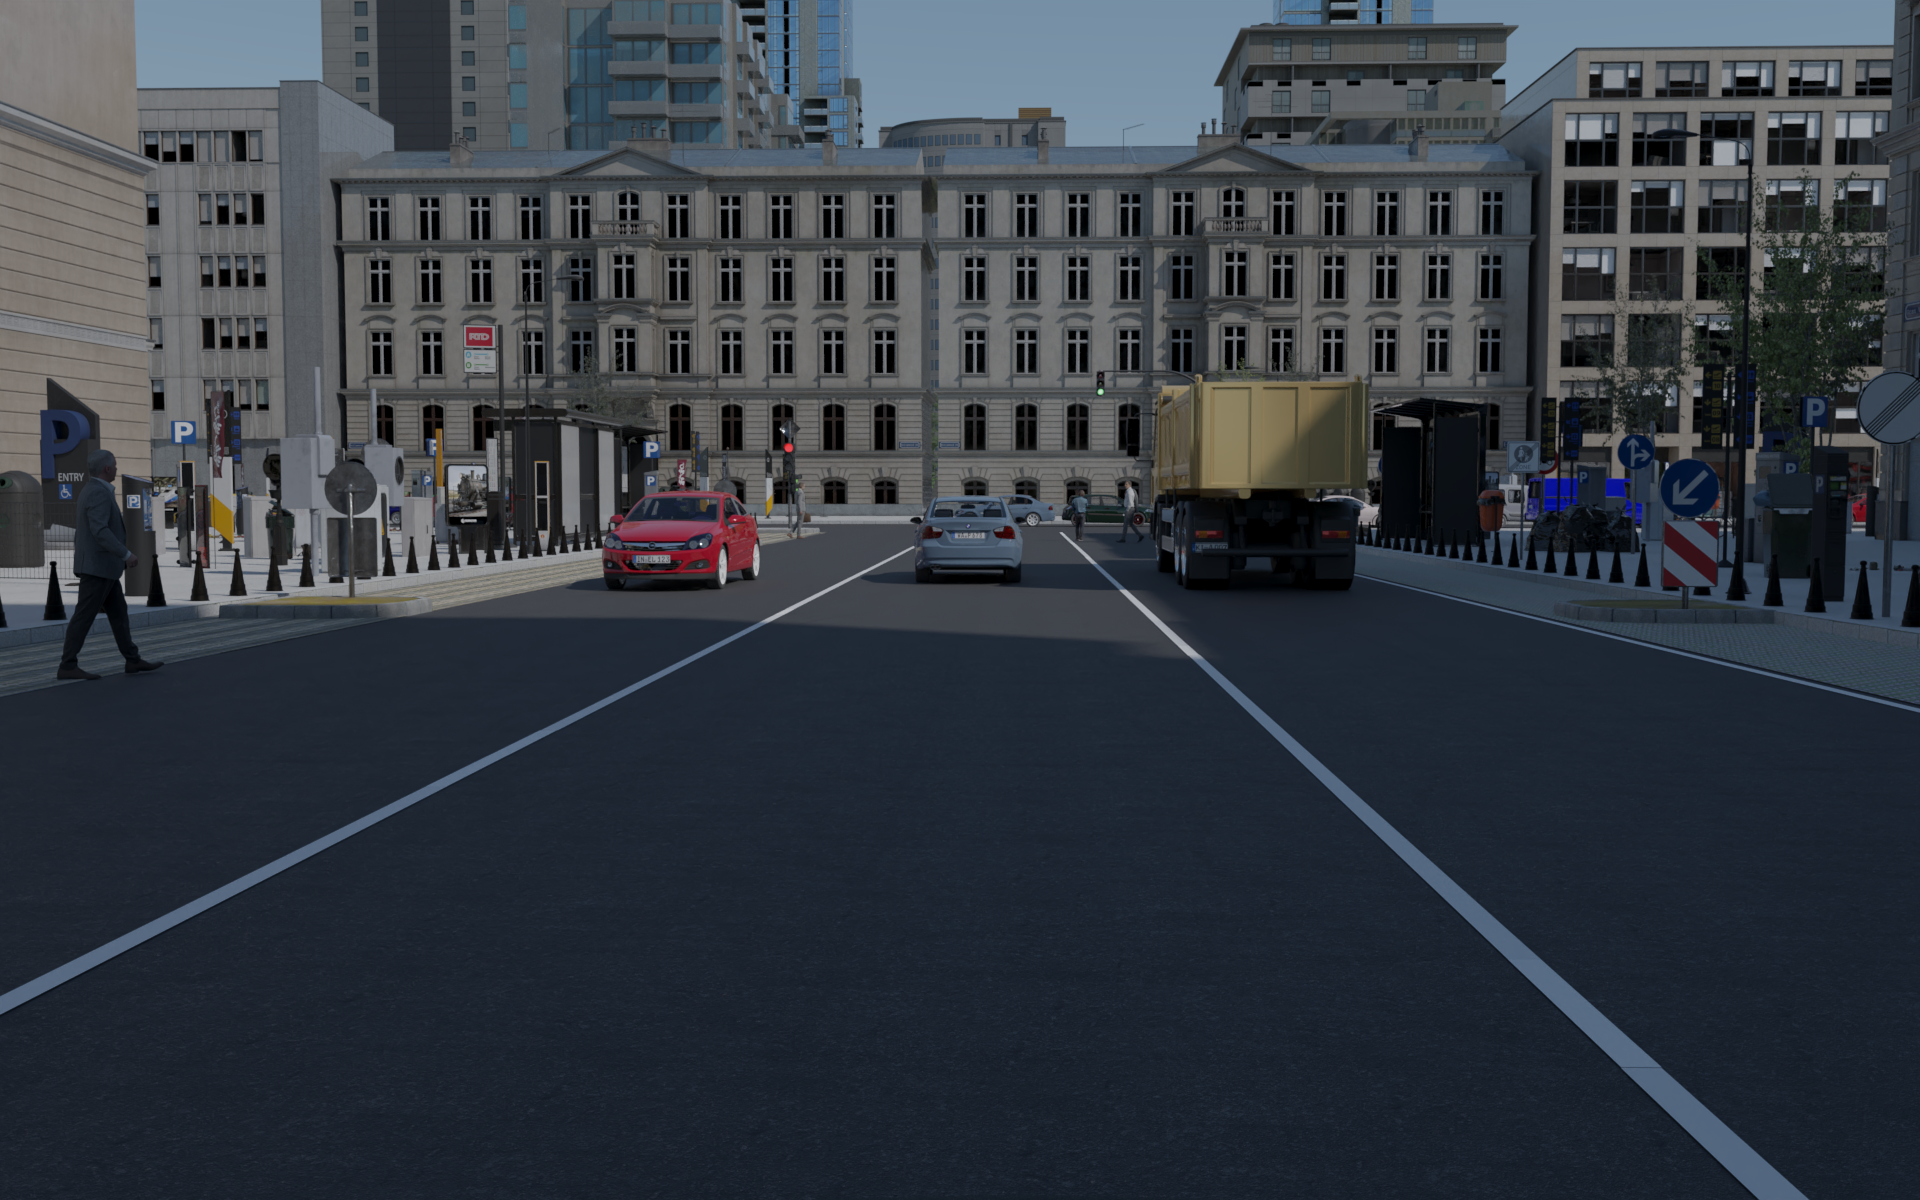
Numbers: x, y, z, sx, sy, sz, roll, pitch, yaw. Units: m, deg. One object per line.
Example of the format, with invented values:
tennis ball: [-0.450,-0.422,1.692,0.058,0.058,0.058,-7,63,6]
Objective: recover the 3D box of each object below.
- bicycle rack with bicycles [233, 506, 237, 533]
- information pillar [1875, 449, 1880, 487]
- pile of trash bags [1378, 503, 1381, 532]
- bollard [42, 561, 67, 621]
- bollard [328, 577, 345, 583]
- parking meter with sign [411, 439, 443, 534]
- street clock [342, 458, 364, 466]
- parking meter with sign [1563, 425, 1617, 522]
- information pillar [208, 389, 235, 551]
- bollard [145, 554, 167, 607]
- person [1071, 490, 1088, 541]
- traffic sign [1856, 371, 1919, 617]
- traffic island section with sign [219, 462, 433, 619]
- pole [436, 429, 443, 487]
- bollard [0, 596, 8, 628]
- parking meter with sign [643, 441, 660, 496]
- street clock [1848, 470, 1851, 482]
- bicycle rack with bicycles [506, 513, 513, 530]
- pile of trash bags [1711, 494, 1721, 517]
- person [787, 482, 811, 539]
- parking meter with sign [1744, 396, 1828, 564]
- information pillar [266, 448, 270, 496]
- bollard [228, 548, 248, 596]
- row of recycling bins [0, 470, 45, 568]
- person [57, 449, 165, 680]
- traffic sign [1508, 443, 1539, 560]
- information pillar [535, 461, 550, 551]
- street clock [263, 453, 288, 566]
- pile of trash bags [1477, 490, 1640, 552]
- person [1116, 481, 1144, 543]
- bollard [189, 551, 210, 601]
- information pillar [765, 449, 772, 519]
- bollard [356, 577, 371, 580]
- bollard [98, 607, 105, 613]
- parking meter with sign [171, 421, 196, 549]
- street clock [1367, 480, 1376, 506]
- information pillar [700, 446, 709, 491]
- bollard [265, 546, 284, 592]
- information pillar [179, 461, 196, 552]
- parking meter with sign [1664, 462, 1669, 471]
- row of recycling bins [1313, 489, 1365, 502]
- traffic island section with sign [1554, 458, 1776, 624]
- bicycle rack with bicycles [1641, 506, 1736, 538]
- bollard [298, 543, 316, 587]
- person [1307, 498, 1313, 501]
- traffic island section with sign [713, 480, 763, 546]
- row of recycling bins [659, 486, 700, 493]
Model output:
bicycle rack with bicycles: [-25.158,-2.741,58.204,2.852,0.926,2.925,0,4,-1]
information pillar: [47.515,-6.017,89.737,0.183,3.616,0.504,3,4,38]
pile of trash bags: [14.889,-2.946,57.917,1.912,1.369,3.447,0,4,-6]
bollard: [-9.236,-0.099,17.658,0.229,0.601,0.229,0,3,0]
bollard: [-8.989,-0.545,24.947,0.229,0.601,0.229,0,3,0]
parking meter with sign: [-17.163,-3.613,55.328,0.543,3.016,1.738,-3,5,-44]
street clock: [-12.216,-1.857,34.929,0.471,2.002,0.358,-3,4,-37]
parking meter with sign: [16.180,-2.938,44.295,1.738,3.016,0.543,-2,4,-33]
information pillar: [-16.536,-2.901,38.793,0.504,3.616,0.183,0,4,2]
bollard: [-9.167,-0.226,19.741,0.229,0.601,0.229,0,3,0]
person: [3.654,-2.587,53.011,0.499,1.552,0.429,3,4,37]
traffic sign: [9.660,-1.094,17.989,0.768,2.556,0.104,0,4,3]
traffic island section with sign: [-7.459,-0.739,20.708,1.989,1.847,2.006,0,4,2]
pole: [-16.314,-3.699,54.318,0.158,3.312,0.155,0,3,0]
bollard: [-9.273,-0.036,16.622,0.229,0.601,0.229,0,3,0]
parking meter with sign: [-10.114,-3.693,56.636,0.543,3.016,1.738,0,4,-7]
street clock: [23.730,-2.579,46.734,0.471,2.002,0.358,-1,4,-16]
bicycle rack with bicycles: [-15.142,-2.897,60.741,2.925,0.926,2.852,-1,4,-18]
pile of trash bags: [42.632,-5.177,94.395,3.447,1.369,1.912,1,4,14]
person: [-5.125,-2.875,55.626,0.853,1.813,0.709,-2,4,-24]
parking meter with sign: [15.016,-2.174,31.811,0.543,3.016,1.738,-1,4,-17]
information pillar: [-34.982,-5.884,87.564,0.183,3.616,0.504,-1,4,-13]
bollard: [-9.100,-0.353,21.817,0.229,0.601,0.229,0,3,0]
row of recycling bins: [-17.748,-1.457,30.932,3.534,1.692,1.069,2,4,25]
person: [-6.628,-0.283,13.522,0.834,1.777,0.661,-3,5,-43]
traffic sign: [10.949,-1.932,33.724,0.606,2.300,0.079,0,4,8]
information pillar: [-9.364,-2.101,38.845,0.304,2.012,0.304,-1,4,-11]
street clock: [-12.198,-1.618,31.026,0.471,2.002,0.358,1,4,9]
pile of trash bags: [13.253,-1.770,38.684,3.447,1.369,1.912,0,4,-4]
person: [5.024,-2.603,51.156,0.850,1.850,0.679,0,4,6]
bollard: [-9.128,-0.290,20.776,0.229,0.601,0.229,0,3,0]
information pillar: [-9.957,-6.042,90.135,0.183,3.616,0.504,2,4,32]
bollard: [-8.954,-0.609,25.996,0.229,0.601,0.229,0,3,0]
bollard: [-9.198,-0.162,18.694,0.229,0.601,0.229,0,3,0]
parking meter with sign: [-18.136,-2.709,40.547,0.543,3.016,1.738,-2,4,-25]
street clock: [20.619,-5.037,86.918,0.471,2.002,0.358,2,4,29]
information pillar: [-12.585,-5.746,85.309,0.504,3.616,0.183,2,4,29]
bollard: [-9.061,-0.418,22.868,0.229,0.601,0.229,0,3,0]
information pillar: [-17.164,-2.082,38.530,0.304,2.012,0.304,-1,4,-22]
parking meter with sign: [38.034,-6.064,95.405,1.738,3.016,0.543,3,5,41]
row of recycling bins: [19.889,-5.177,91.757,1.069,1.692,3.534,-3,5,-44]
traffic island section with sign: [8.005,-0.694,19.980,1.989,1.847,2.006,0,4,2]
bicycle rack with bicycles: [21.379,-2.294,50.885,2.852,0.926,2.925,-1,4,-15]
bollard: [-9.022,-0.481,23.907,0.229,0.601,0.229,0,3,0]
person: [15.419,-4.153,76.581,0.709,1.800,0.728,1,4,9]
traffic island section with sign: [-6.526,-2.404,47.930,1.989,1.847,2.006,0,4,2]
row of recycling bins: [-15.045,-5.384,95.137,3.534,1.692,1.069,3,4,39]
